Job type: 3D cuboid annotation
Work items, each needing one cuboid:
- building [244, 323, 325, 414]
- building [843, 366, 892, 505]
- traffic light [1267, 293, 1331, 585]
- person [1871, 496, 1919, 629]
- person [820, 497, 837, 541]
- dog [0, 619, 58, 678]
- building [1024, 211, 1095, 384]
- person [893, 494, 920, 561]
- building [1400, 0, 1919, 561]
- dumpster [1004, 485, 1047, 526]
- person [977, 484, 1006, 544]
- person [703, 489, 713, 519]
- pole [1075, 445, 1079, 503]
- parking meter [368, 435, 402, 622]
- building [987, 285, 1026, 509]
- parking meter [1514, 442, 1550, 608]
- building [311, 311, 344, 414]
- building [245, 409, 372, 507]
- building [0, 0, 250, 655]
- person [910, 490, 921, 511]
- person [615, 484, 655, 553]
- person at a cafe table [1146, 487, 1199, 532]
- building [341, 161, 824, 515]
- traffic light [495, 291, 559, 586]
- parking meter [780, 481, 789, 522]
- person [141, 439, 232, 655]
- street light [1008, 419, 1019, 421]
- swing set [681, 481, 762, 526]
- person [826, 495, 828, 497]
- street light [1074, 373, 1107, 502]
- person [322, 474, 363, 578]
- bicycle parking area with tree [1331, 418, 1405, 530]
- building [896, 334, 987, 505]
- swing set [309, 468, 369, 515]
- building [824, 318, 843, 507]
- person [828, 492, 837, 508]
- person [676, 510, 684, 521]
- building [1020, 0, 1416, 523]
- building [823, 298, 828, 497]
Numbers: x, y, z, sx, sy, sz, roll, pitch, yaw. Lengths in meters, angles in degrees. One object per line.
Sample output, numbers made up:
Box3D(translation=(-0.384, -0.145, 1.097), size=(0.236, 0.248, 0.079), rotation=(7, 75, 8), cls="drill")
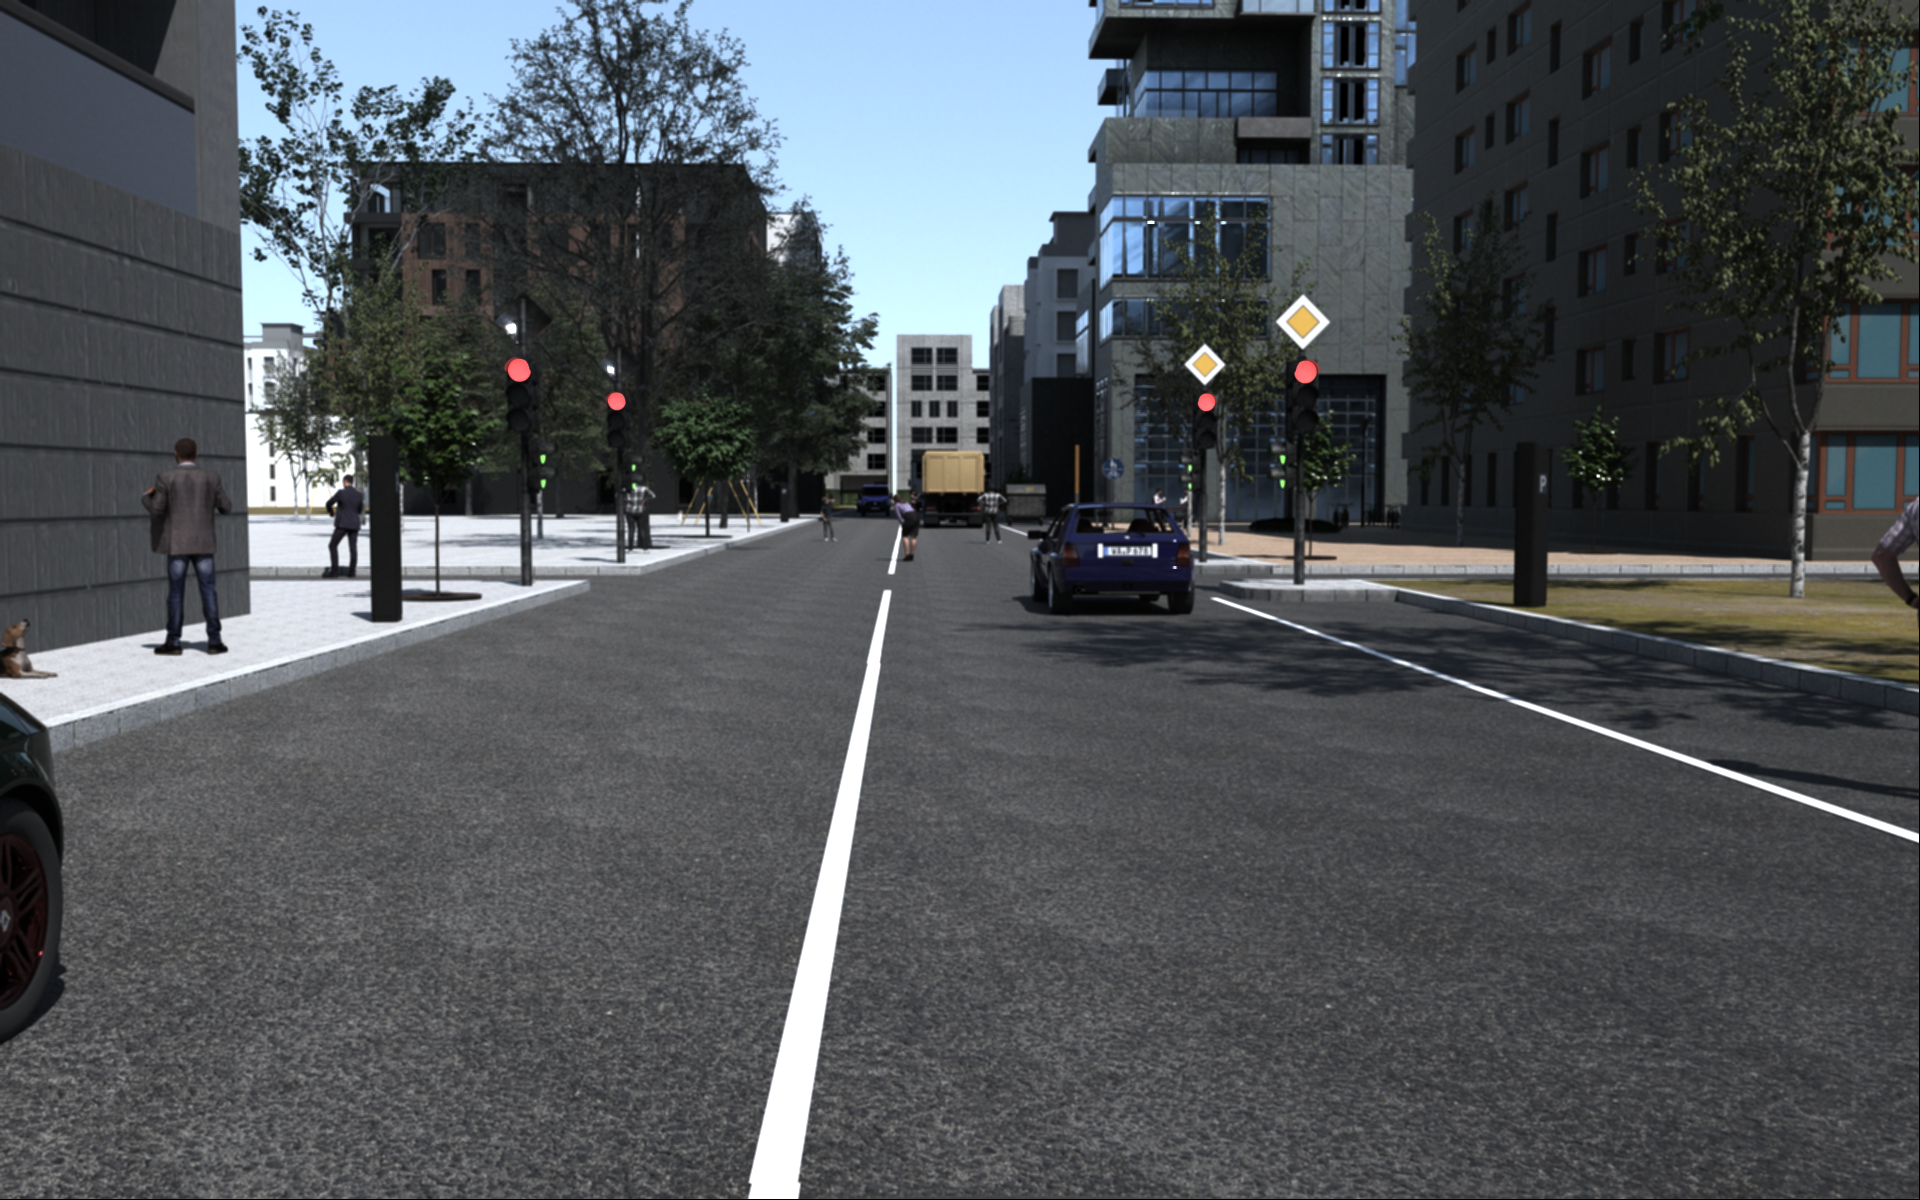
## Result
Box3D(translation=(-79.331, -20.856, 197.418), size=(11.380, 20.091, 16.016), rotation=(0, 4, -2), cls="building")
Box3D(translation=(-23.668, -20.417, 200.277), size=(31.486, 18.905, 16.747), rotation=(0, 4, -2), cls="building")
Box3D(translation=(4.782, -2.171, 24.418), size=(0.839, 4.253, 0.868), rotation=(0, 4, -2), cls="traffic light")
Box3D(translation=(4.693, 0.085, 8.055), size=(0.436, 1.711, 0.756), rotation=(-2, 4, -26), cls="person")
Box3D(translation=(-3.988, -2.463, 52.672), size=(0.435, 1.345, 0.340), rotation=(-3, 5, -40), cls="person")
Box3D(translation=(-6.735, 0.339, 12.188), size=(0.550, 0.427, 0.748), rotation=(-3, 5, -42), cls="dog")
Box3D(translation=(12.646, -16.238, 121.915), size=(16.016, 20.091, 11.380), rotation=(0, 4, -2), cls="building")
Box3D(translation=(-1.173, -1.544, 36.976), size=(0.697, 1.427, 0.421), rotation=(3, 5, 44), cls="person")
Box3D(translation=(30.278, -12.329, 46.621), size=(28.899, 21.520, 27.650), rotation=(0, 4, -2), cls="building")
Box3D(translation=(2.940, -4.270, 78.026), size=(1.865, 1.857, 1.264), rotation=(0, 4, -2), cls="dumpster")
Box3D(translation=(0.915, -2.495, 50.009), size=(0.841, 1.734, 0.376), rotation=(0, 4, 2), cls="person")
Box3D(translation=(-13.115, -5.007, 90.119), size=(0.429, 1.552, 0.499), rotation=(-2, 4, -24), cls="person")
Box3D(translation=(4.870, -4.780, 72.000), size=(0.158, 3.312, 0.155), rotation=(0, 3, 0), cls="pole")
Box3D(translation=(-5.788, -0.718, 17.444), size=(0.255, 1.863, 0.399), rotation=(-1, 4, -10), cls="parking meter")
Box3D(translation=(11.776, -17.652, 155.060), size=(16.747, 18.905, 31.486), rotation=(0, 4, -2), cls="building")
Box3D(translation=(6.504, -0.856, 19.699), size=(0.255, 1.863, 0.399), rotation=(3, 5, 41), cls="parking meter")
Box3D(translation=(-56.209, -22.051, 204.511), size=(32.646, 21.610, 27.936), rotation=(0, 4, -2), cls="building")
Box3D(translation=(-69.519, -14.325, 176.363), size=(28.070, 9.664, 9.099), rotation=(0, 4, -2), cls="building")
Box3D(translation=(-21.444, -28.736, 11.829), size=(28.212, 58.520, 21.231), rotation=(0, 4, -2), cls="building")
Box3D(translation=(-2.429, -5.164, 94.392), size=(0.517, 1.644, 0.566), rotation=(-3, 5, -40), cls="person")
Box3D(translation=(-7.002, -1.872, 37.375), size=(0.841, 1.734, 0.376), rotation=(-1, 4, -10), cls="person")
Box3D(translation=(7.371, -3.063, 58.602), size=(1.622, 1.524, 1.698), rotation=(1, 4, 23), cls="person at a cafe table")
Box3D(translation=(-24.408, -17.085, 123.315), size=(27.936, 21.610, 32.646), rotation=(0, 4, -2), cls="building")
Box3D(translation=(-6.034, -2.150, 24.073), size=(0.839, 4.253, 0.868), rotation=(0, 4, -2), cls="traffic light")
Box3D(translation=(-7.948, -4.459, 78.613), size=(0.399, 1.863, 0.255), rotation=(0, 4, -1), cls="parking meter")
Box3D(translation=(-6.197, -0.430, 13.902), size=(0.655, 1.722, 0.431), rotation=(-2, 4, -30), cls="person")
Box3D(translation=(3.702, -8.258, 107.555), size=(1.470, 5.913, 1.316), rotation=(0, 4, -2), cls="street light")
Box3D(translation=(-9.813, -4.498, 71.157), size=(2.862, 2.851, 3.119), rotation=(0, 4, 3), cls="swing set")
Box3D(translation=(-13.163, -9.708, 165.551), size=(1.217, 1.735, 0.721), rotation=(0, 4, 2), cls="person")
Box3D(translation=(5.050, -5.742, 66.424), size=(1.470, 5.913, 1.316), rotation=(0, 4, -2), cls="street light")
Box3D(translation=(-10.616, -1.270, 29.711), size=(0.568, 1.767, 0.683), rotation=(3, 4, 37), cls="person")
Box3D(translation=(17.923, -4.797, 65.440), size=(8.231, 4.147, 9.016), rotation=(2, 4, 24), cls="bicycle parking area with tree")
Box3D(translation=(8.441, -20.429, 200.472), size=(31.486, 18.905, 16.747), rotation=(0, 4, -2), cls="building")
Box3D(translation=(-36.512, -6.402, 102.291), size=(3.119, 2.851, 2.862), rotation=(1, 4, 12), cls="swing set")
Box3D(translation=(-28.158, -18.812, 174.035), size=(31.486, 18.905, 16.747), rotation=(0, 4, -2), cls="building")
Box3D(translation=(-11.802, -9.196, 159.613), size=(0.991, 1.433, 0.599), rotation=(2, 4, 24), cls="person")
Box3D(translation=(-13.033, -3.928, 80.741), size=(0.381, 0.543, 0.357), rotation=(0, 4, 4), cls="person")
Box3D(translation=(15.280, -47.460, 88.639), size=(22.319, 86.520, 31.000), rotation=(0, 4, -2), cls="building")
Box3D(translation=(-20.612, -18.483, 158.623), size=(16.016, 20.091, 11.380), rotation=(0, 4, -2), cls="building")
